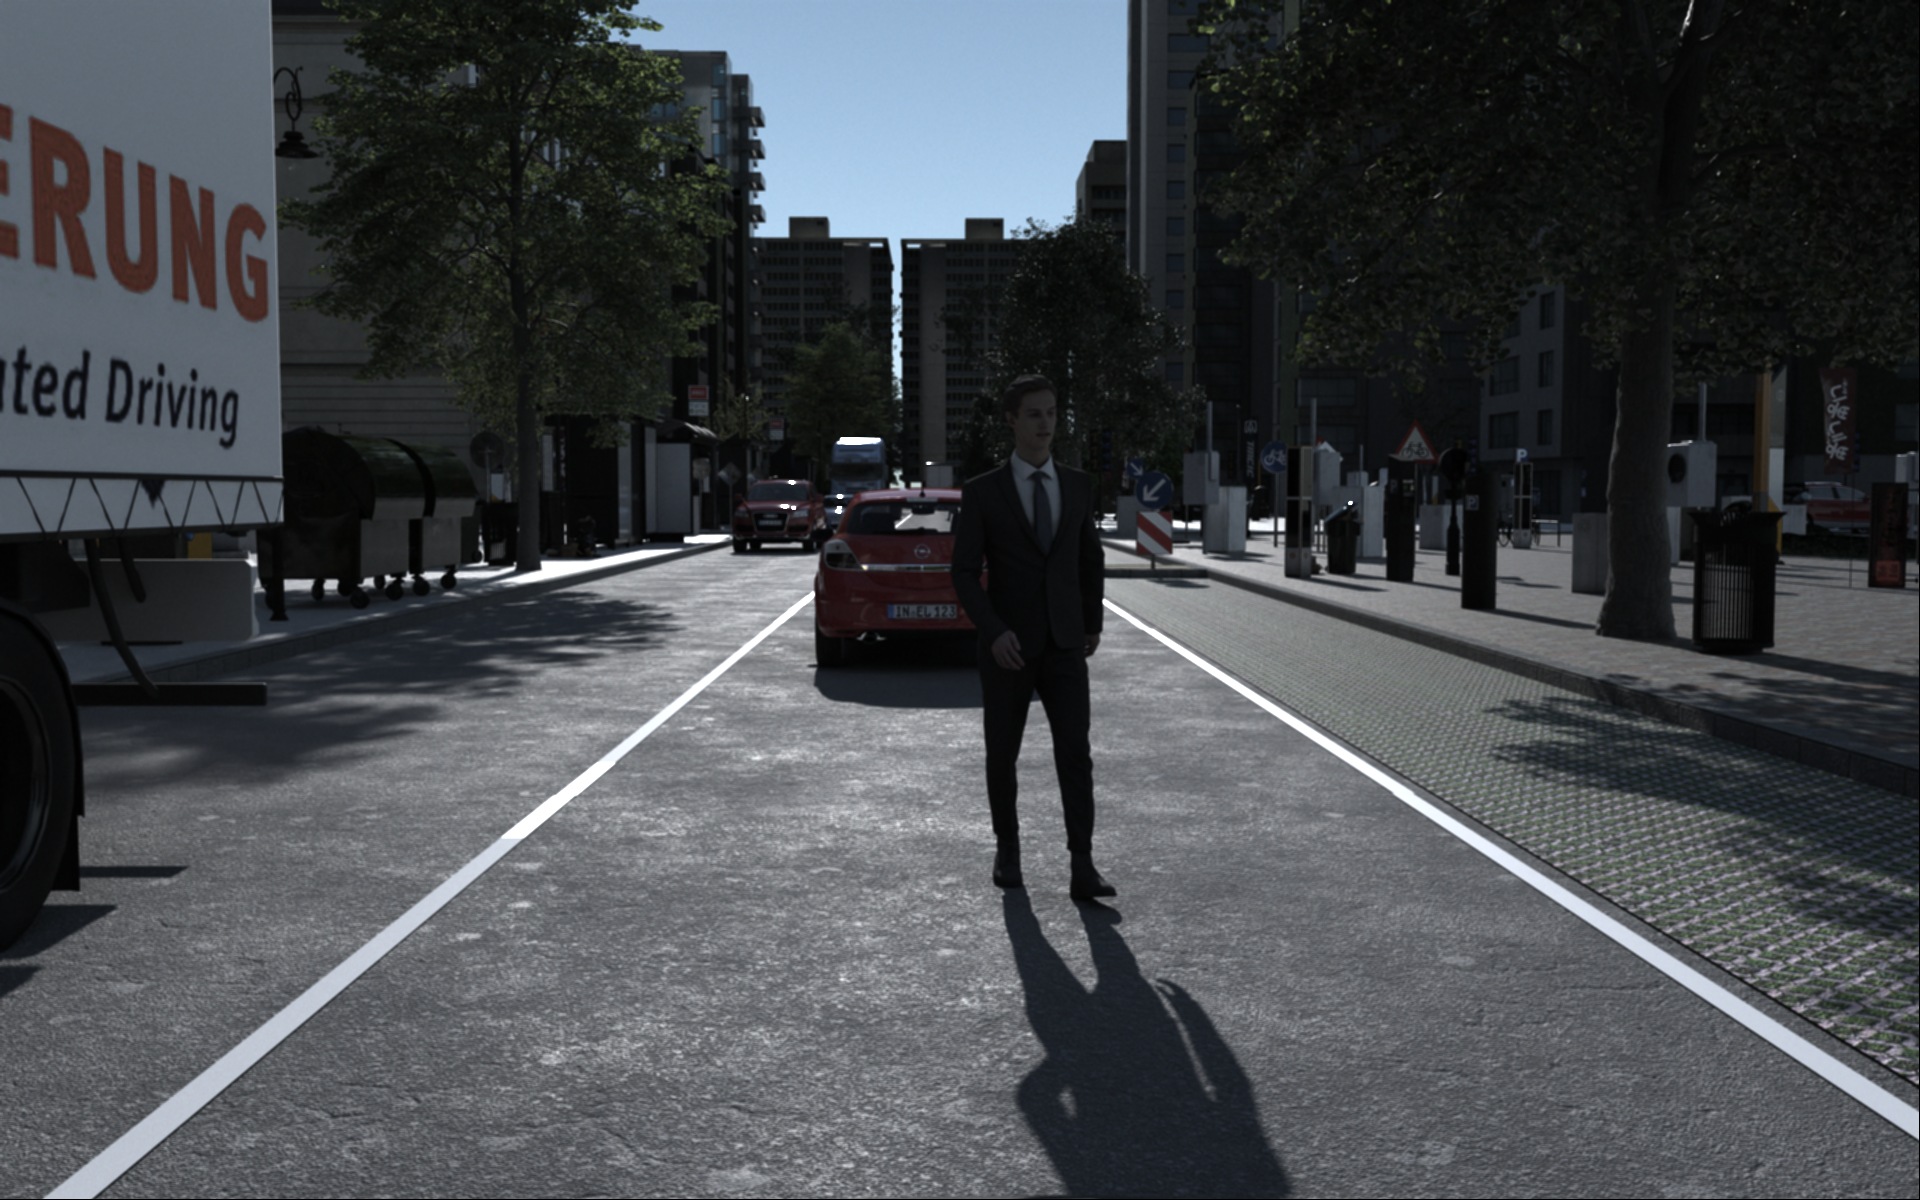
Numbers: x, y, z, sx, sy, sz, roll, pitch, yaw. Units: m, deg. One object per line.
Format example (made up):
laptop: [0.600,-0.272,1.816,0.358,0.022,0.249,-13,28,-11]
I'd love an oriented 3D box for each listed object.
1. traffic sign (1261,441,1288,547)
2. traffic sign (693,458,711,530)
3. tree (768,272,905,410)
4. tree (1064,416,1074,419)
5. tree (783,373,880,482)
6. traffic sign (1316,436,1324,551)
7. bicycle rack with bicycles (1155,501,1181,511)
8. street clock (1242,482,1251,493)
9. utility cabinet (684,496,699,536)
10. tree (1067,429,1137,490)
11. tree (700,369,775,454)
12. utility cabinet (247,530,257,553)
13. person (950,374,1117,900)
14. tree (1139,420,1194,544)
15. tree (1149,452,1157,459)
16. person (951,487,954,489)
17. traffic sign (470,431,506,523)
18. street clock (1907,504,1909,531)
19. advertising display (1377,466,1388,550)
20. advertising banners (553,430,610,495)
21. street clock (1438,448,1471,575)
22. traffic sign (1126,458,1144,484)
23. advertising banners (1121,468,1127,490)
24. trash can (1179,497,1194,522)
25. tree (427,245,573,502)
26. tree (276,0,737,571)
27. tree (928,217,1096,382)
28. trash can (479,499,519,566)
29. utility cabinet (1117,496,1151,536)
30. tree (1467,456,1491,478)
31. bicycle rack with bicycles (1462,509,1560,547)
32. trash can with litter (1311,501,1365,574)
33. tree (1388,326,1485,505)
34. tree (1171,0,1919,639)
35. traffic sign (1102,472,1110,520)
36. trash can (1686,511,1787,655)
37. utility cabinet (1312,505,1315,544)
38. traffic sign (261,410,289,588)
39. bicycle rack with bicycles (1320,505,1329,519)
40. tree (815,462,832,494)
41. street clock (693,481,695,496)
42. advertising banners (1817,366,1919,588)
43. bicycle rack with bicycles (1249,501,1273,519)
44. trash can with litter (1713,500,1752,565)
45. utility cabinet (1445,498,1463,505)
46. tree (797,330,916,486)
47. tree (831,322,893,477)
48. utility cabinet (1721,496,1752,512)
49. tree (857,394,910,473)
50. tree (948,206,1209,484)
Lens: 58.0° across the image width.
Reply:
traffic sign: [7.637,-2.551,41.821,0.768,2.556,0.104,0,4,5]
traffic sign: [-9.223,-3.753,61.473,0.768,2.556,0.104,0,4,4]
tree: [-10.875,-18.023,150.565,12.611,20.169,13.585,0,3,0]
tree: [4.653,-9.158,100.093,4.737,8.622,4.395,0,3,0]
tree: [-9.060,-11.565,123.505,7.601,10.594,8.767,-2,4,-35]
traffic sign: [8.015,-2.365,38.665,0.884,2.594,0.081,0,4,7]
bicycle rack with bicycles: [12.779,-5.493,103.187,2.925,0.926,2.852,0,4,5]
street clock: [13.382,-4.666,80.857,0.358,2.002,0.471,-1,4,-18]
utility cabinet: [-8.607,-2.598,53.637,1.020,1.237,0.306,-2,4,-26]
tree: [5.490,-5.825,78.949,4.285,4.588,4.351,0,3,0]
tree: [-13.058,-9.241,101.456,4.360,8.622,3.978,0,3,0]
utility cabinet: [-15.622,-1.605,37.400,0.306,1.237,1.020,3,5,44]
person: [0.303,0.128,6.187,0.659,1.850,0.755,-1,4,-16]
tree: [5.393,-3.101,45.303,1.663,3.219,1.824,0,3,0]
tree: [12.509,-7.818,111.534,4.285,4.588,4.351,0,3,0]
person: [-0.416,-5.126,92.411,0.767,1.812,0.694,2,4,28]
traffic sign: [-9.600,-2.145,35.182,0.768,2.556,0.104,1,4,9]
street clock: [33.161,-3.425,60.567,0.471,2.002,0.358,-1,4,-15]
advertising display: [9.951,-2.115,39.786,0.123,1.923,0.974,-2,4,-27]
advertising banners: [-10.104,-3.096,46.807,2.074,3.025,0.090,1,4,21]
street clock: [7.807,-1.395,27.384,0.471,2.002,0.358,0,4,3]
traffic sign: [6.280,-3.765,61.656,0.768,2.556,0.104,0,4,7]
advertising banners: [10.094,-7.207,114.029,2.074,3.025,0.090,-1,4,-10]
trash can: [10.391,-4.135,79.257,0.748,1.137,0.748,0,3,0]
tree: [-13.402,-6.145,50.832,4.360,8.622,3.978,0,3,0]
tree: [-7.628,-6.786,29.071,7.486,12.596,7.792,0,3,0]
tree: [4.064,-16.241,121.433,12.611,20.169,13.585,0,3,0]
trash can: [-8.248,-1.189,31.099,0.748,1.137,0.748,0,3,0]
utility cabinet: [5.345,-2.572,53.212,1.020,1.237,0.306,0,4,-2]
tree: [25.722,-5.599,86.148,1.663,3.219,1.824,0,3,0]
bicycle rack with bicycles: [13.540,-1.802,42.844,2.852,0.926,2.925,0,4,-2]
trash can with litter: [5.919,-1.007,27.852,1.055,1.170,0.624,0,4,-3]
tree: [20.369,-7.638,75.249,4.360,8.622,3.978,0,3,0]
tree: [6.231,-6.644,15.279,9.857,13.997,8.962,0,3,0]
traffic sign: [7.205,-5.323,87.133,0.768,2.556,0.104,0,4,8]
trash can: [6.244,-0.141,13.967,0.748,1.137,0.748,0,3,0]
utility cabinet: [8.818,-2.199,44.636,0.318,1.500,1.173,0,4,-6]
traffic sign: [-9.547,-1.442,23.682,0.768,2.556,0.104,0,4,5]
bicycle rack with bicycles: [17.936,-4.461,86.321,2.925,0.926,2.852,-3,5,-43]
tree: [-8.338,-6.735,104.726,1.663,3.219,1.824,0,3,0]
street clock: [-14.711,-5.576,95.733,0.358,2.002,0.471,-1,4,-17]
advertising banners: [12.736,-1.680,23.656,2.074,3.025,0.090,0,4,4]
bicycle rack with bicycles: [14.672,-4.586,88.366,2.925,0.926,2.852,-1,4,-21]
trash can with litter: [13.901,-1.220,31.328,0.624,1.170,1.055,0,4,-3]
utility cabinet: [25.270,-4.718,88.298,1.020,1.237,0.306,2,4,25]
tree: [-8.985,-14.032,136.072,9.857,13.997,8.962,0,3,0]
tree: [-8.238,-11.951,113.532,7.486,12.596,7.792,0,3,0]
utility cabinet: [21.638,-2.271,48.297,1.020,1.237,0.306,-2,4,-34]
tree: [-10.535,-17.274,192.798,12.009,13.543,11.850,0,3,0]
tree: [4.766,-9.326,69.486,9.611,12.733,9.660,0,3,0]
